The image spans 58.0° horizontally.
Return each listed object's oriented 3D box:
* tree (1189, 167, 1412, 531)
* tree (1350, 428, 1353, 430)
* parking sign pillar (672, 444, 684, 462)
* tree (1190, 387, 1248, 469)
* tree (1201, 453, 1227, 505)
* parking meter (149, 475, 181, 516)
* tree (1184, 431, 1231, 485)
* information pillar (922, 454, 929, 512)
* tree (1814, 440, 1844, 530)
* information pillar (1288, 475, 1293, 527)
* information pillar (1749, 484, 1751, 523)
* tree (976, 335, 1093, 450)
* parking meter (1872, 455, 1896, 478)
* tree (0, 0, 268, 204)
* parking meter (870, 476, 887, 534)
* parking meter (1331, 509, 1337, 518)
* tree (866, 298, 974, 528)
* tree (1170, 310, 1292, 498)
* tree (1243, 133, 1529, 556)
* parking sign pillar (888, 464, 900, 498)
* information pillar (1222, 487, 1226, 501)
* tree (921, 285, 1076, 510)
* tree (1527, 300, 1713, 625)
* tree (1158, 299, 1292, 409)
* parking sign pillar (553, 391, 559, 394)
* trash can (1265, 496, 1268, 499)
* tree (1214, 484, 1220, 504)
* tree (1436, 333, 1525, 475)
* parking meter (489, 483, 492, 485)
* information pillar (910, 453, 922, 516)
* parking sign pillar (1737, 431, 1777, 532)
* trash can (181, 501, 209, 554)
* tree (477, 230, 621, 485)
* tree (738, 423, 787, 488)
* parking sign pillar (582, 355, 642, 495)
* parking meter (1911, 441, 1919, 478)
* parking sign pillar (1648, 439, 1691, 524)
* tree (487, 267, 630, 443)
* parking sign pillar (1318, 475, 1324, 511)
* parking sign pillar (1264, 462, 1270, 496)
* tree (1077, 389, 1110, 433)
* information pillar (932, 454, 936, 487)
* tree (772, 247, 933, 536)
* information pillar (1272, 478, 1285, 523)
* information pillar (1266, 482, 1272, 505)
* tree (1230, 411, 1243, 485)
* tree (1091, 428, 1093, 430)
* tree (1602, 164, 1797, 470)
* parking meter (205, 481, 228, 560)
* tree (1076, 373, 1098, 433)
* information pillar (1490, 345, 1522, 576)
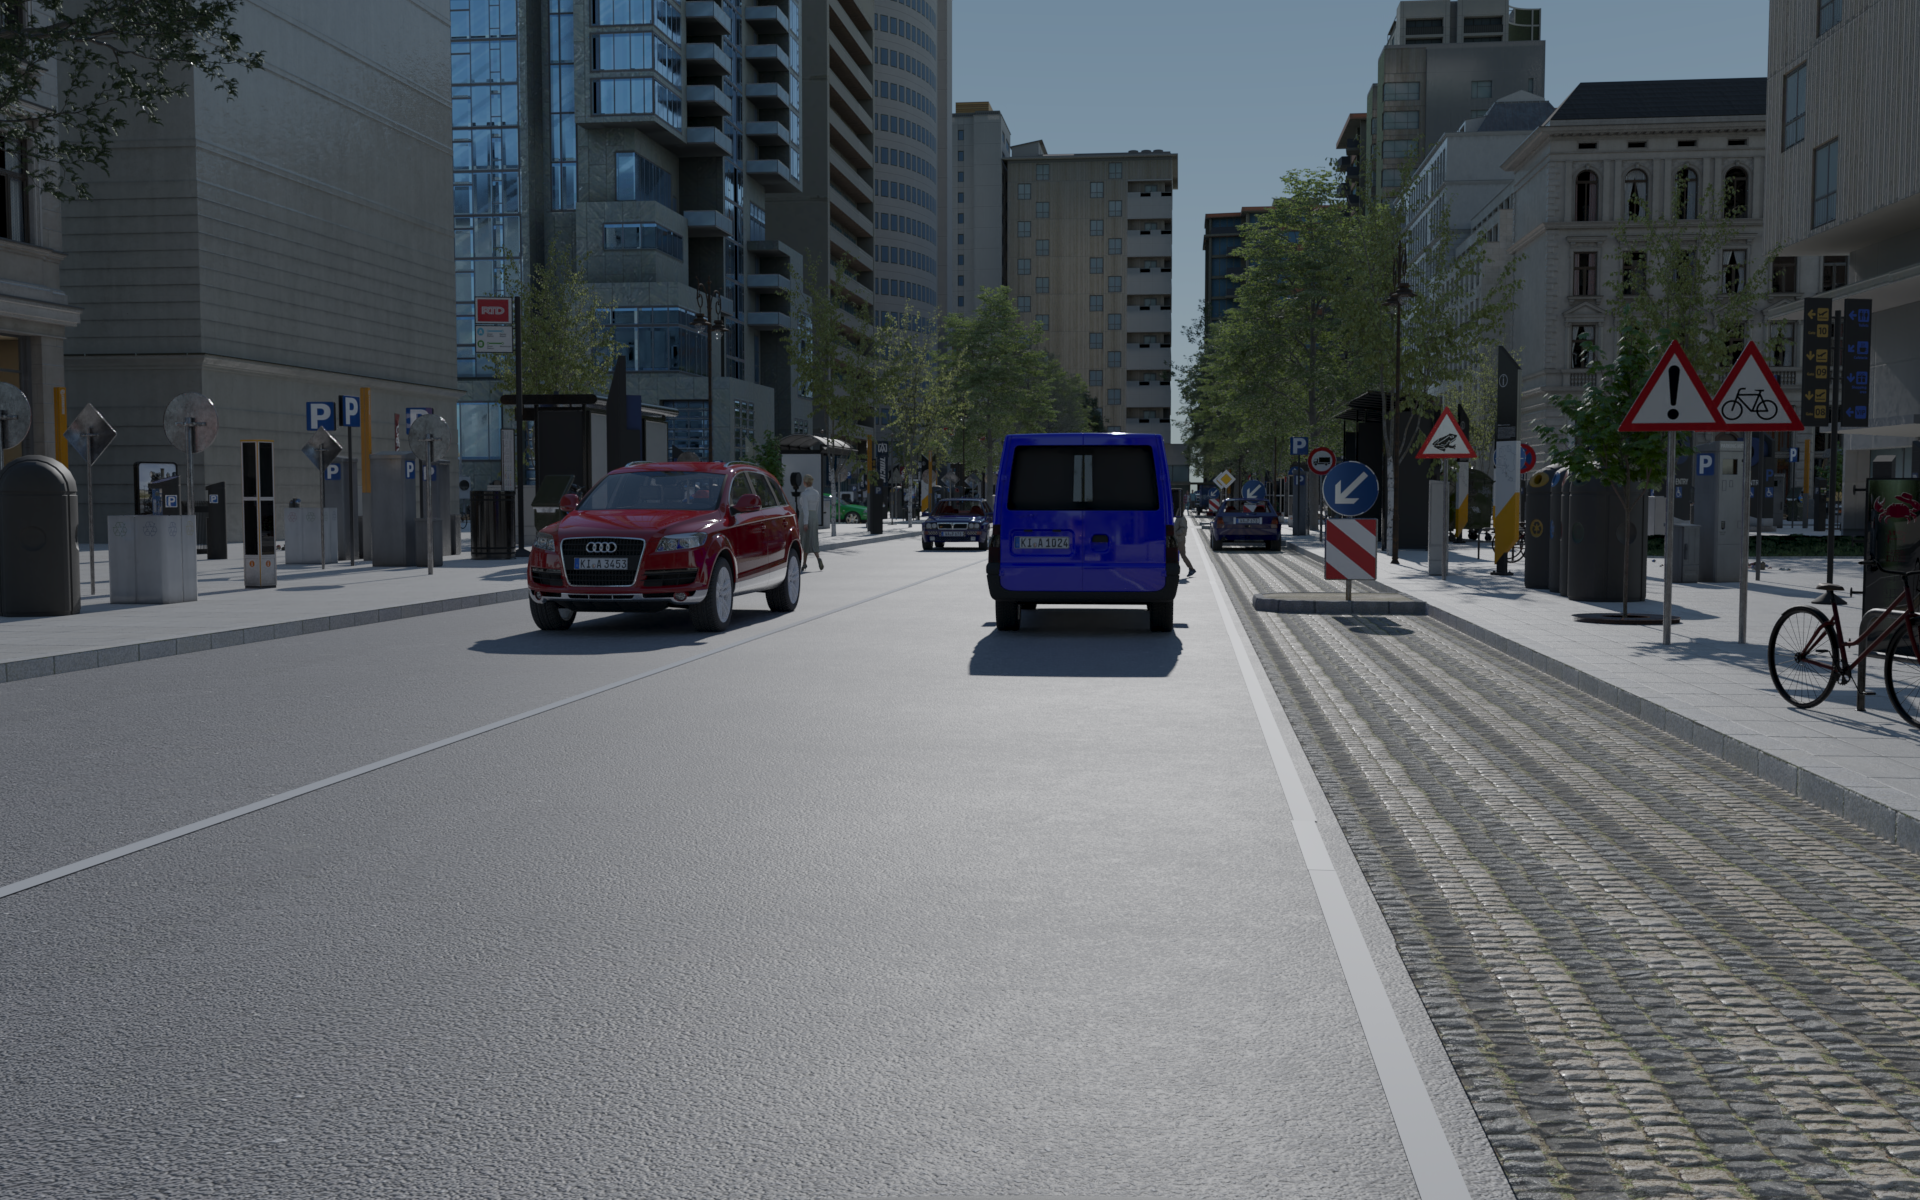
[{"bbox_3d":[12.296,-8.747,61.142,7.486,12.596,7.792,0,3,0],"label":"tree"},{"bbox_3d":[30.917,-10.774,126.515,4.360,8.622,3.978,0,3,0],"label":"tree"},{"bbox_3d":[-14.928,-6.450,93.937,1.447,3.967,1.447,-1,4,-16],"label":"parking sign pillar"},{"bbox_3d":[22.785,-13.157,140.868,9.928,11.665,9.643,0,3,0],"label":"tree"},{"bbox_3d":[30.226,-15.383,201.867,4.360,8.622,3.978,0,3,0],"label":"tree"},{"bbox_3d":[-10.587,-0.899,23.108,0.372,1.533,0.369,0,3,0],"label":"parking meter"},{"bbox_3d":[31.981,-17.443,219.599,8.767,10.594,7.601,3,4,36],"label":"tree"},{"bbox_3d":[-2.016,-6.681,100.588,0.504,3.616,0.183,1,4,17],"label":"information pillar"},{"bbox_3d":[31.647,-4.159,62.599,1.663,3.219,1.824,0,3,0],"label":"tree"},{"bbox_3d":[12.912,-3.824,67.019,0.304,2.012,0.304,-3,5,-44],"label":"information pillar"},{"bbox_3d":[25.145,-3.122,55.544,0.304,2.012,0.304,1,4,12],"label":"information pillar"},{"bbox_3d":[5.487,-13.487,130.886,12.009,13.543,11.850,0,3,0],"label":"tree"},{"bbox_3d":[13.820,-1.237,25.942,0.255,1.863,0.399,3,4,38],"label":"parking meter"},{"bbox_3d":[-8.567,-4.744,11.982,8.767,10.594,7.601,-1,4,-16],"label":"tree"},{"bbox_3d":[-2.654,-3.032,55.282,0.399,1.863,0.255,-2,4,-29],"label":"parking meter"},{"bbox_3d":[14.415,-3.545,66.377,0.372,1.533,0.369,0,3,0],"label":"parking meter"},{"bbox_3d":[-1.691,-7.087,66.242,4.360,8.622,3.978,0,3,0],"label":"tree"},{"bbox_3d":[19.578,-13.123,121.211,9.857,13.997,8.962,0,3,0],"label":"tree"},{"bbox_3d":[9.107,-5.215,35.626,4.737,8.622,4.395,0,3,0],"label":"tree"},{"bbox_3d":[-6.055,-10.229,155.708,1.447,3.967,1.447,1,4,18],"label":"parking sign pillar"},{"bbox_3d":[22.486,-8.775,147.964,0.304,2.012,0.304,-2,4,-30],"label":"information pillar"},{"bbox_3d":[1.657,-10.756,93.990,7.486,12.596,7.792,0,3,0],"label":"tree"},{"bbox_3d":[6.744,-1.401,17.509,1.663,3.219,1.824,0,3,0],"label":"tree"},{"bbox_3d":[25.752,-19.066,167.614,12.611,20.169,13.585,0,3,0],"label":"tree"},{"bbox_3d":[-10.551,-3.439,44.702,1.447,3.967,1.447,-1,4,-11],"label":"parking sign pillar"},{"bbox_3d":[23.512,-7.466,133.722,0.748,1.137,0.748,0,3,0],"label":"trash can"},{"bbox_3d":[33.492,-14.230,227.263,1.663,3.219,1.824,0,3,0],"label":"tree"},{"bbox_3d":[24.116,-7.916,79.787,4.360,8.622,3.978,0,3,0],"label":"tree"},{"bbox_3d":[-24.110,-5.128,89.551,0.399,1.863,0.255,2,4,35],"label":"parking meter"},{"bbox_3d":[-2.566,-6.512,97.832,0.504,3.616,0.183,2,4,29],"label":"information pillar"},{"bbox_3d":[27.192,-4.329,59.244,1.447,3.967,1.447,-1,4,-21],"label":"parking sign pillar"},{"bbox_3d":[-16.370,-1.561,37.180,0.748,1.137,0.748,0,3,0],"label":"trash can"},{"bbox_3d":[-11.813,-6.050,49.280,4.737,8.622,4.395,0,3,0],"label":"tree"},{"bbox_3d":[-5.172,-3.222,47.278,1.663,3.219,1.824,0,3,0],"label":"tree"},{"bbox_3d":[-6.684,-2.809,34.395,1.447,3.967,1.447,-1,4,-22],"label":"parking sign pillar"},{"bbox_3d":[10.457,-0.797,18.736,0.255,1.863,0.399,1,4,14],"label":"parking meter"},{"bbox_3d":[24.737,-4.453,61.281,1.447,3.967,1.447,-1,4,-18],"label":"parking sign pillar"},{"bbox_3d":[-12.793,-6.425,55.408,4.360,8.622,3.978,0,3,0],"label":"tree"},{"bbox_3d":[27.282,-8.783,132.078,1.447,3.967,1.447,0,4,2],"label":"parking sign pillar"},{"bbox_3d":[20.272,-7.717,114.643,1.447,3.967,1.447,1,4,12],"label":"parking sign pillar"},{"bbox_3d":[12.627,-16.393,185.031,9.611,12.733,9.660,0,3,0],"label":"tree"},{"bbox_3d":[-1.620,-6.736,101.486,0.504,3.616,0.183,-3,4,-36],"label":"information pillar"},{"bbox_3d":[-3.632,-6.220,52.063,4.737,8.622,4.395,0,3,0],"label":"tree"},{"bbox_3d":[14.327,-4.469,77.562,0.304,2.012,0.304,-3,5,-44],"label":"information pillar"},{"bbox_3d":[18.800,-6.155,105.129,0.304,2.012,0.304,-2,4,-34],"label":"information pillar"},{"bbox_3d":[15.953,-8.413,87.914,4.737,8.622,4.395,0,3,0],"label":"tree"},{"bbox_3d":[12.023,-13.787,175.786,4.737,8.622,4.395,0,3,0],"label":"tree"},{"bbox_3d":[16.603,-5.467,39.754,4.737,8.622,4.395,0,3,0],"label":"tree"},{"bbox_3d":[-14.622,-1.568,34.056,0.372,1.533,0.369,0,3,0],"label":"parking meter"},{"bbox_3d":[7.344,-13.841,144.424,7.486,12.596,7.792,0,3,0],"label":"tree"},{"bbox_3d":[8.588,-2.190,27.166,0.183,3.616,0.504,-1,4,-22],"label":"information pillar"}]
